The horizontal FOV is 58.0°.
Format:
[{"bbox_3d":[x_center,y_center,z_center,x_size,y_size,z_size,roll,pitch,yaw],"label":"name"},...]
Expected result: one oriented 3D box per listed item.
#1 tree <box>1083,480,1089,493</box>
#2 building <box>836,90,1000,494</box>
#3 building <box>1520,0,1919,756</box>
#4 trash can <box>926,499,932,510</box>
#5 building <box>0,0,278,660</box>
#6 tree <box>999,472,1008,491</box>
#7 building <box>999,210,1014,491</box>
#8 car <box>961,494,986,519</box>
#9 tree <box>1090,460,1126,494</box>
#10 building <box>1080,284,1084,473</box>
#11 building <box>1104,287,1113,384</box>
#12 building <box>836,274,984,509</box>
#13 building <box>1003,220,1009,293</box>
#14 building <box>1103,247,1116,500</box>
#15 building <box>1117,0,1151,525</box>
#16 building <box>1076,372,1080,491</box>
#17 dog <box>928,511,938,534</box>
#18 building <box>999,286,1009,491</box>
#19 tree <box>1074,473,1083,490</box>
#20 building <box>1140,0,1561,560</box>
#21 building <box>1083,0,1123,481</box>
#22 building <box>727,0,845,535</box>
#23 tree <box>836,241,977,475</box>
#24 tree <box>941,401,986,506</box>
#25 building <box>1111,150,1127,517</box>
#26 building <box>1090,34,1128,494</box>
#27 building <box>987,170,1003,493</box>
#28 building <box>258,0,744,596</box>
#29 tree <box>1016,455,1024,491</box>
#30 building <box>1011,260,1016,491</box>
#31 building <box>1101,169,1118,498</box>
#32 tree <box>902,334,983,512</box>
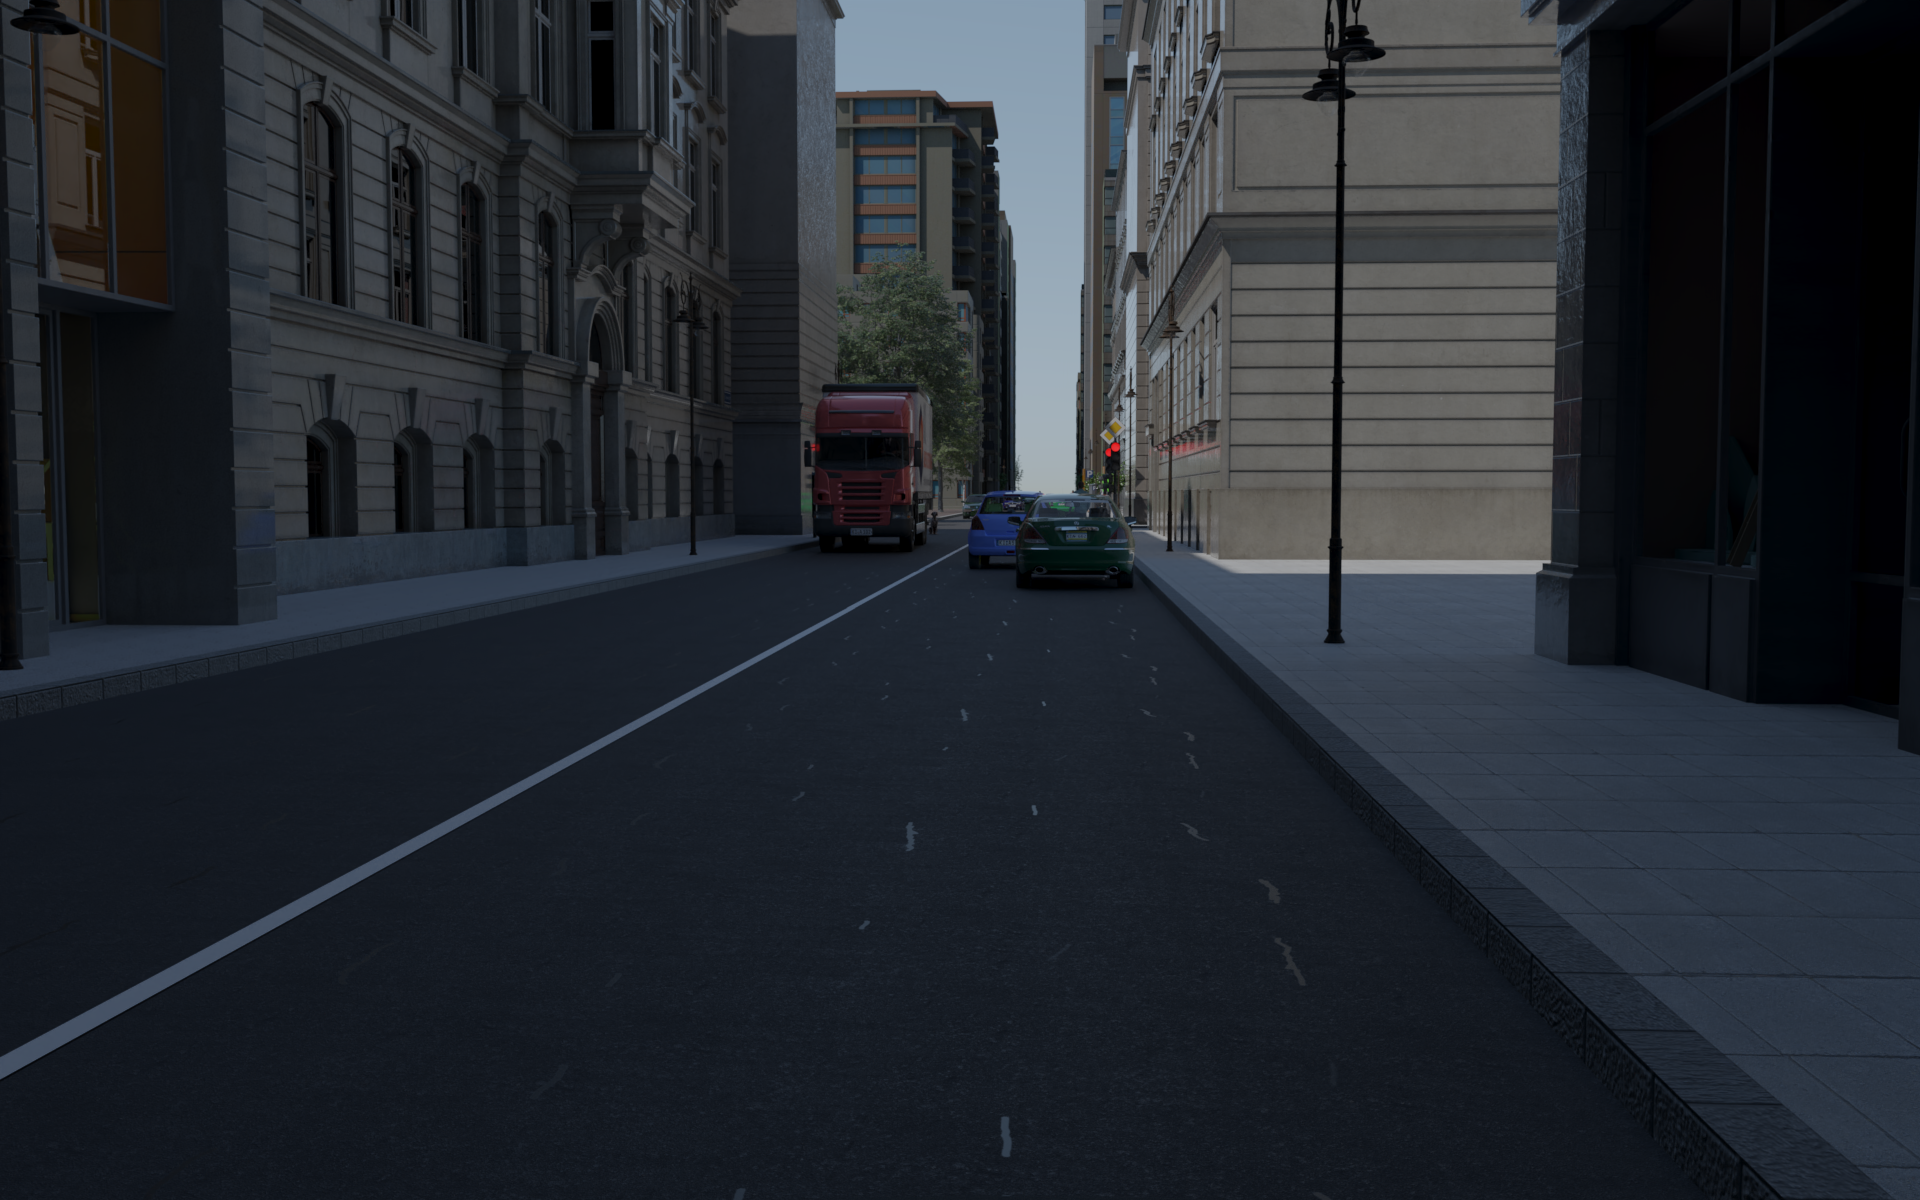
[{"bbox_3d":[11.439,-9.351,147.486,1.663,3.219,1.824,0,3,0],"label":"tree"},{"bbox_3d":[-6.989,-32.766,190.356,22.147,44.769,28.867,0,4,3],"label":"building"},{"bbox_3d":[8.953,-9.832,11.662,10.553,20.767,40.483,0,4,3],"label":"building"},{"bbox_3d":[-2.465,-7.843,139.892,0.748,1.137,0.748,0,3,0],"label":"trash can"},{"bbox_3d":[-13.235,-13.761,2.494,11.434,29.767,29.804,0,4,3],"label":"building"},{"bbox_3d":[4.626,-14.701,224.071,4.285,4.588,4.351,0,3,0],"label":"tree"},{"bbox_3d":[1.484,-38.509,279.733,14.600,45.320,14.200,0,4,3],"label":"building"},{"bbox_3d":[1.099,-5.573,100.905,2.009,1.686,4.222,0,4,4],"label":"car"},{"bbox_3d":[7.615,-5.564,85.573,1.663,3.219,1.824,0,3,0],"label":"tree"},{"bbox_3d":[23.485,-28.492,237.553,14.160,30.474,14.107,0,4,3],"label":"building"},{"bbox_3d":[17.237,-18.265,134.791,11.583,22.565,21.152,0,4,3],"label":"building"},{"bbox_3d":[-12.260,-19.412,162.419,27.650,21.520,28.899,0,4,3],"label":"building"},{"bbox_3d":[-0.210,-34.742,251.618,14.154,41.232,14.086,0,4,3],"label":"building"},{"bbox_3d":[14.987,-15.302,114.813,10.561,19.102,19.286,0,4,3],"label":"building"},{"bbox_3d":[19.610,-17.028,75.668,25.104,27.353,12.463,0,4,3],"label":"building"},{"bbox_3d":[31.340,-25.346,259.445,27.650,21.520,28.899,0,4,3],"label":"building"},{"bbox_3d":[-0.860,-2.742,61.662,0.513,0.831,0.800,2,4,28],"label":"dog"},{"bbox_3d":[-0.607,-28.481,237.370,14.160,30.474,14.107,0,4,3],"label":"building"},{"bbox_3d":[16.546,-15.008,229.096,4.285,4.588,4.351,0,3,0],"label":"tree"},{"bbox_3d":[13.136,-13.065,46.896,16.112,22.955,30.059,0,4,3],"label":"building"},{"bbox_3d":[24.248,-39.753,191.953,21.231,58.520,28.212,0,4,3],"label":"building"},{"bbox_3d":[-13.547,-12.814,58.663,18.267,20.994,9.793,0,4,3],"label":"building"},{"bbox_3d":[-3.668,-11.155,89.043,9.857,13.997,8.962,0,3,0],"label":"tree"},{"bbox_3d":[0.214,-11.386,136.526,4.360,8.622,3.978,0,3,0],"label":"tree"},{"bbox_3d":[13.496,-15.102,96.070,9.793,20.994,18.267,0,4,3],"label":"building"},{"bbox_3d":[19.872,-31.804,170.108,14.600,45.320,14.200,0,4,3],"label":"building"},{"bbox_3d":[-2.387,-32.384,213.070,14.154,41.232,14.086,0,4,3],"label":"building"},{"bbox_3d":[-12.926,-13.199,34.890,14.460,24.649,34.723,0,4,3],"label":"building"},{"bbox_3d":[9.566,-21.767,306.254,4.737,8.622,4.395,0,3,0],"label":"tree"},{"bbox_3d":[2.316,-37.354,294.324,14.154,41.232,14.086,0,4,3],"label":"building"},{"bbox_3d":[19.803,-23.510,156.095,14.160,30.474,14.107,0,4,3],"label":"building"},{"bbox_3d":[-1.675,-12.443,121.563,7.486,12.596,7.792,0,3,0],"label":"tree"}]
